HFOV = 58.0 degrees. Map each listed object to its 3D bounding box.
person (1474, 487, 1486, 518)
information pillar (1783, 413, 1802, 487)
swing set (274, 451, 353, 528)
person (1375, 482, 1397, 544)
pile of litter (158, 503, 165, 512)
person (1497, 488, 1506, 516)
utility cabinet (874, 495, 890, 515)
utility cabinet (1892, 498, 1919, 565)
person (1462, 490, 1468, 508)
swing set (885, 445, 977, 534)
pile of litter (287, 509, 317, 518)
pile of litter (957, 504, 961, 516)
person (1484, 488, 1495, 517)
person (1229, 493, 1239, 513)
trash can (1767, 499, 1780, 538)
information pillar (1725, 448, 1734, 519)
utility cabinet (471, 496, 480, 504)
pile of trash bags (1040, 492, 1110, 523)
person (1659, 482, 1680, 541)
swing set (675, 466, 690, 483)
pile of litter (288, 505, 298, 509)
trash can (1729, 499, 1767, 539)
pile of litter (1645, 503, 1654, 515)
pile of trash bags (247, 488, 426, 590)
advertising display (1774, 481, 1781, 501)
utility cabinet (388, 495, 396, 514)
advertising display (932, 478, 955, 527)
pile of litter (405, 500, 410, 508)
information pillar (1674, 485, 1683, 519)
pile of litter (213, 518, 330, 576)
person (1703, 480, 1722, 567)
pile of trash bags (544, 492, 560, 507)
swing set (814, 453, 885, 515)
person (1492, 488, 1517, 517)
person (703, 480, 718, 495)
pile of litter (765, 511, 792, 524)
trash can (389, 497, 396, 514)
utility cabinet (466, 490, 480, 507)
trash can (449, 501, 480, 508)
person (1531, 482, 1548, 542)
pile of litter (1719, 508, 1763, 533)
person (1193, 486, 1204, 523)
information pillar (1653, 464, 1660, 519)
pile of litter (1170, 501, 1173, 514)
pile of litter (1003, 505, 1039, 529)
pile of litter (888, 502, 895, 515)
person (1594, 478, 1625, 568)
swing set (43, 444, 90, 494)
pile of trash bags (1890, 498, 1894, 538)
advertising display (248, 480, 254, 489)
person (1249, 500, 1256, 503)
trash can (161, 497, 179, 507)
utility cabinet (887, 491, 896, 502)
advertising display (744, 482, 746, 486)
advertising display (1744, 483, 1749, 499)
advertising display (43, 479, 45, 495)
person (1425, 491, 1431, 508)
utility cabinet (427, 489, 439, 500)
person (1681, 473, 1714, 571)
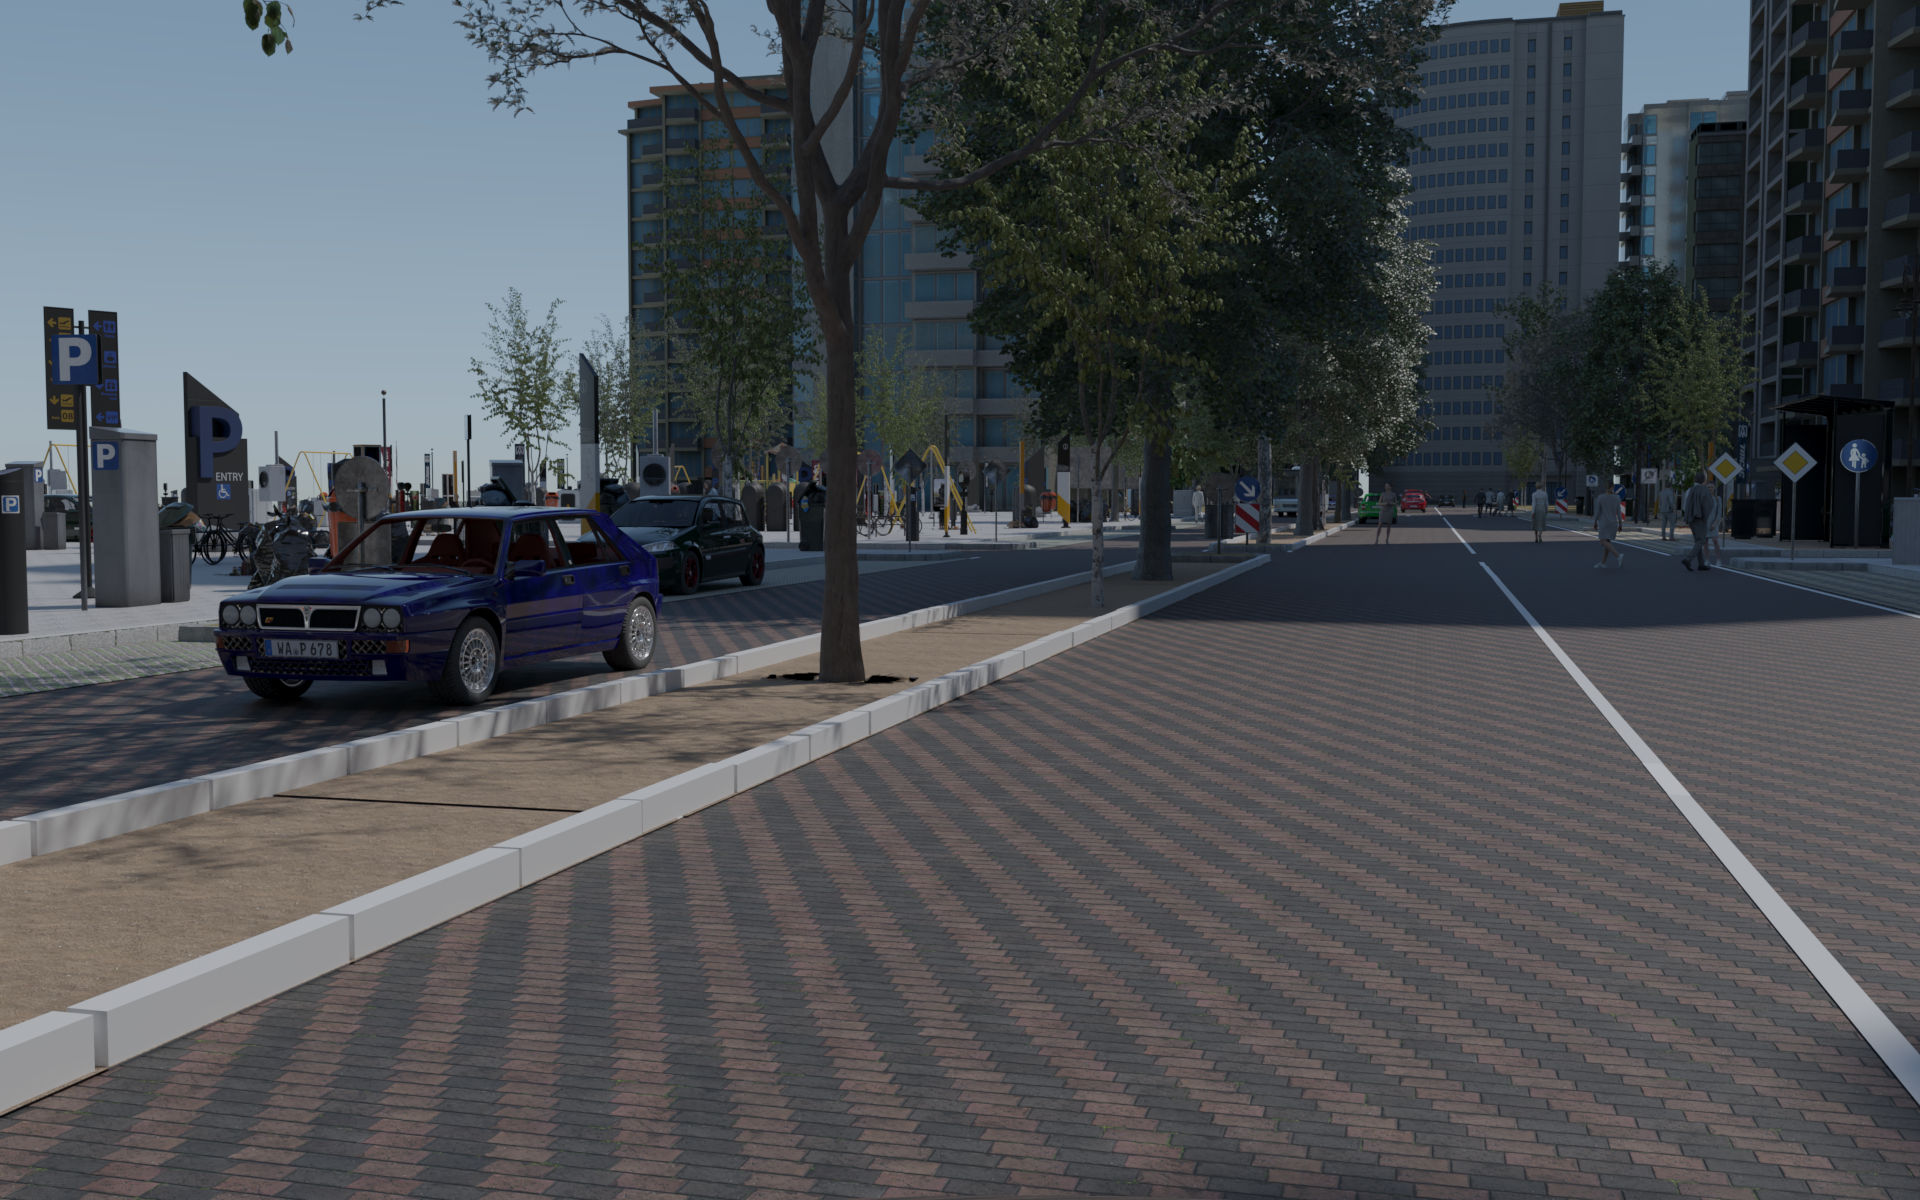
[{"bbox_3d":[31.258,-5.854,103.992,0.659,1.850,0.755,2,4,27],"label":"person"},{"bbox_3d":[23.310,-3.498,48.549,0.504,3.616,0.183,1,4,19],"label":"information pillar"},{"bbox_3d":[-23.564,-4.075,64.250,2.862,2.851,3.119,1,4,15],"label":"swing set"},{"bbox_3d":[12.126,-2.475,49.301,0.599,1.781,0.374,1,4,13],"label":"person"},{"bbox_3d":[-37.115,-4.093,80.880,1.176,0.858,1.719,-3,5,-42],"label":"pile of litter"},{"bbox_3d":[34.966,-6.319,112.039,0.641,1.798,0.478,-3,5,-39],"label":"person"},{"bbox_3d":[-4.810,-5.867,107.081,1.020,1.237,0.306,0,4,5],"label":"utility cabinet"},{"bbox_3d":[17.470,-1.235,31.349,1.020,1.237,0.306,2,4,27],"label":"utility cabinet"},{"bbox_3d":[50.806,-10.145,174.387,0.705,1.821,1.348,3,4,36],"label":"person"},{"bbox_3d":[-0.935,-3.626,56.900,2.862,2.851,3.119,0,4,-2],"label":"swing set"},{"bbox_3d":[-15.443,-1.656,41.041,1.719,0.858,1.176,0,4,5],"label":"pile of litter"},{"bbox_3d":[-0.084,-5.518,104.183,1.176,0.858,1.719,3,4,36],"label":"pile of litter"},{"bbox_3d":[32.816,-6.060,107.422,0.661,1.843,0.795,2,4,30],"label":"person"},{"bbox_3d":[13.487,-4.665,84.876,0.850,1.850,0.679,2,4,35],"label":"person"},{"bbox_3d":[23.581,-2.389,50.718,0.748,1.137,0.748,0,3,0],"label":"trash can"},{"bbox_3d":[39.283,-5.930,88.311,0.183,3.616,0.504,0,4,-2],"label":"information pillar"},{"bbox_3d":[-15.016,-2.670,54.815,1.020,1.237,0.306,-1,4,-19],"label":"utility cabinet"},{"bbox_3d":[5.089,-4.234,78.973,3.447,1.369,1.912,3,4,37],"label":"pile of trash bags"},{"bbox_3d":[21.571,-2.702,52.778,0.391,1.810,0.635,-2,4,-26],"label":"person"},{"bbox_3d":[-16.276,-6.101,97.365,2.862,2.851,3.119,-3,4,-39],"label":"swing set"},{"bbox_3d":[-26.598,-3.327,68.354,1.176,0.858,1.719,-1,4,-10],"label":"pile of litter"},{"bbox_3d":[22.207,-2.292,49.123,0.748,1.137,0.748,0,3,0],"label":"trash can"},{"bbox_3d":[42.523,-5.698,107.132,1.176,0.858,1.719,3,4,37],"label":"pile of litter"},{"bbox_3d":[-8.110,-0.774,22.415,1.912,1.369,3.447,-2,4,-27],"label":"pile of trash bags"},{"bbox_3d":[42.079,-5.089,88.420,0.974,1.923,0.123,3,5,45],"label":"advertising display"},{"bbox_3d":[-36.707,-6.169,112.022,0.306,1.237,1.020,0,4,3],"label":"utility cabinet"},{"bbox_3d":[-0.647,-3.858,68.289,0.974,1.923,0.123,-2,4,-26],"label":"advertising display"},{"bbox_3d":[-41.126,-6.987,128.207,1.719,0.858,1.176,-3,5,-42],"label":"pile of litter"},{"bbox_3d":[36.552,-5.117,88.160,0.304,2.012,0.304,0,4,-1],"label":"information pillar"},{"bbox_3d":[-10.967,-0.825,27.458,1.719,0.858,1.176,2,4,25],"label":"pile of litter"},{"bbox_3d":[14.902,-1.524,34.417,0.512,1.701,0.522,2,4,31],"label":"person"},{"bbox_3d":[-18.512,-4.538,83.949,3.447,1.369,1.912,2,4,27],"label":"pile of trash bags"},{"bbox_3d":[-4.042,-4.143,65.357,2.862,2.851,3.119,3,4,38],"label":"swing set"},{"bbox_3d":[34.535,-6.182,109.796,1.509,1.804,0.699,1,4,22],"label":"person"},{"bbox_3d":[-6.312,-2.169,44.221,0.793,1.790,0.793,1,4,19],"label":"person"},{"bbox_3d":[-7.959,-3.666,73.911,1.719,0.858,1.176,-1,4,-13],"label":"pile of litter"},{"bbox_3d":[-23.551,-3.718,72.447,0.748,1.137,0.748,0,3,0],"label":"trash can"},{"bbox_3d":[-29.666,-5.968,106.255,1.173,1.500,0.318,-2,4,-34],"label":"utility cabinet"},{"bbox_3d":[-10.138,-1.473,35.730,0.748,1.137,0.748,0,3,0],"label":"trash can"},{"bbox_3d":[17.104,-2.593,51.118,0.478,1.798,0.641,1,4,21],"label":"person"},{"bbox_3d":[25.845,-2.649,57.283,1.719,0.858,1.176,-1,4,-12],"label":"pile of litter"},{"bbox_3d":[11.692,-4.677,84.846,0.514,1.842,0.818,0,4,-8],"label":"person"},{"bbox_3d":[35.741,-5.960,88.796,0.183,3.616,0.504,3,4,36],"label":"information pillar"},{"bbox_3d":[13.612,-5.991,111.913,1.719,0.858,1.176,2,4,32],"label":"pile of litter"},{"bbox_3d":[2.269,-3.120,64.985,1.719,0.858,1.176,-3,4,-39],"label":"pile of litter"},{"bbox_3d":[-3.948,-5.519,104.194,1.176,0.858,1.719,-3,5,-43],"label":"pile of litter"},{"bbox_3d":[12.521,-1.472,33.321,0.466,1.731,0.760,-2,4,-30],"label":"person"},{"bbox_3d":[-27.851,-3.536,55.434,2.862,2.851,3.119,1,4,13],"label":"swing set"},{"bbox_3d":[26.774,-2.570,51.769,3.447,1.369,1.912,3,4,38],"label":"pile of trash bags"},{"bbox_3d":[-33.296,-4.634,80.982,0.974,1.923,0.123,3,5,41],"label":"advertising display"},{"bbox_3d":[15.039,-4.929,89.435,0.694,1.780,0.624,-1,4,-16],"label":"person"},{"bbox_3d":[-42.794,-5.010,93.573,0.748,1.137,0.748,0,3,0],"label":"trash can"},{"bbox_3d":[-4.759,-6.395,113.236,1.173,1.500,0.318,1,4,9],"label":"utility cabinet"},{"bbox_3d":[-11.453,-5.401,93.523,0.123,1.923,0.974,0,4,8],"label":"advertising display"},{"bbox_3d":[44.766,-5.661,97.765,0.123,1.923,0.974,-3,5,-41],"label":"advertising display"},{"bbox_3d":[-38.156,-4.039,71.258,0.123,1.923,0.974,3,4,39],"label":"advertising display"},{"bbox_3d":[49.171,-10.623,182.908,1.217,1.743,0.721,0,4,6],"label":"person"},{"bbox_3d":[-21.142,-3.723,69.542,0.318,1.500,1.173,-2,4,-25],"label":"utility cabinet"},{"bbox_3d":[13.785,-1.450,32.313,0.850,1.850,0.679,-2,4,-26],"label":"person"}]
